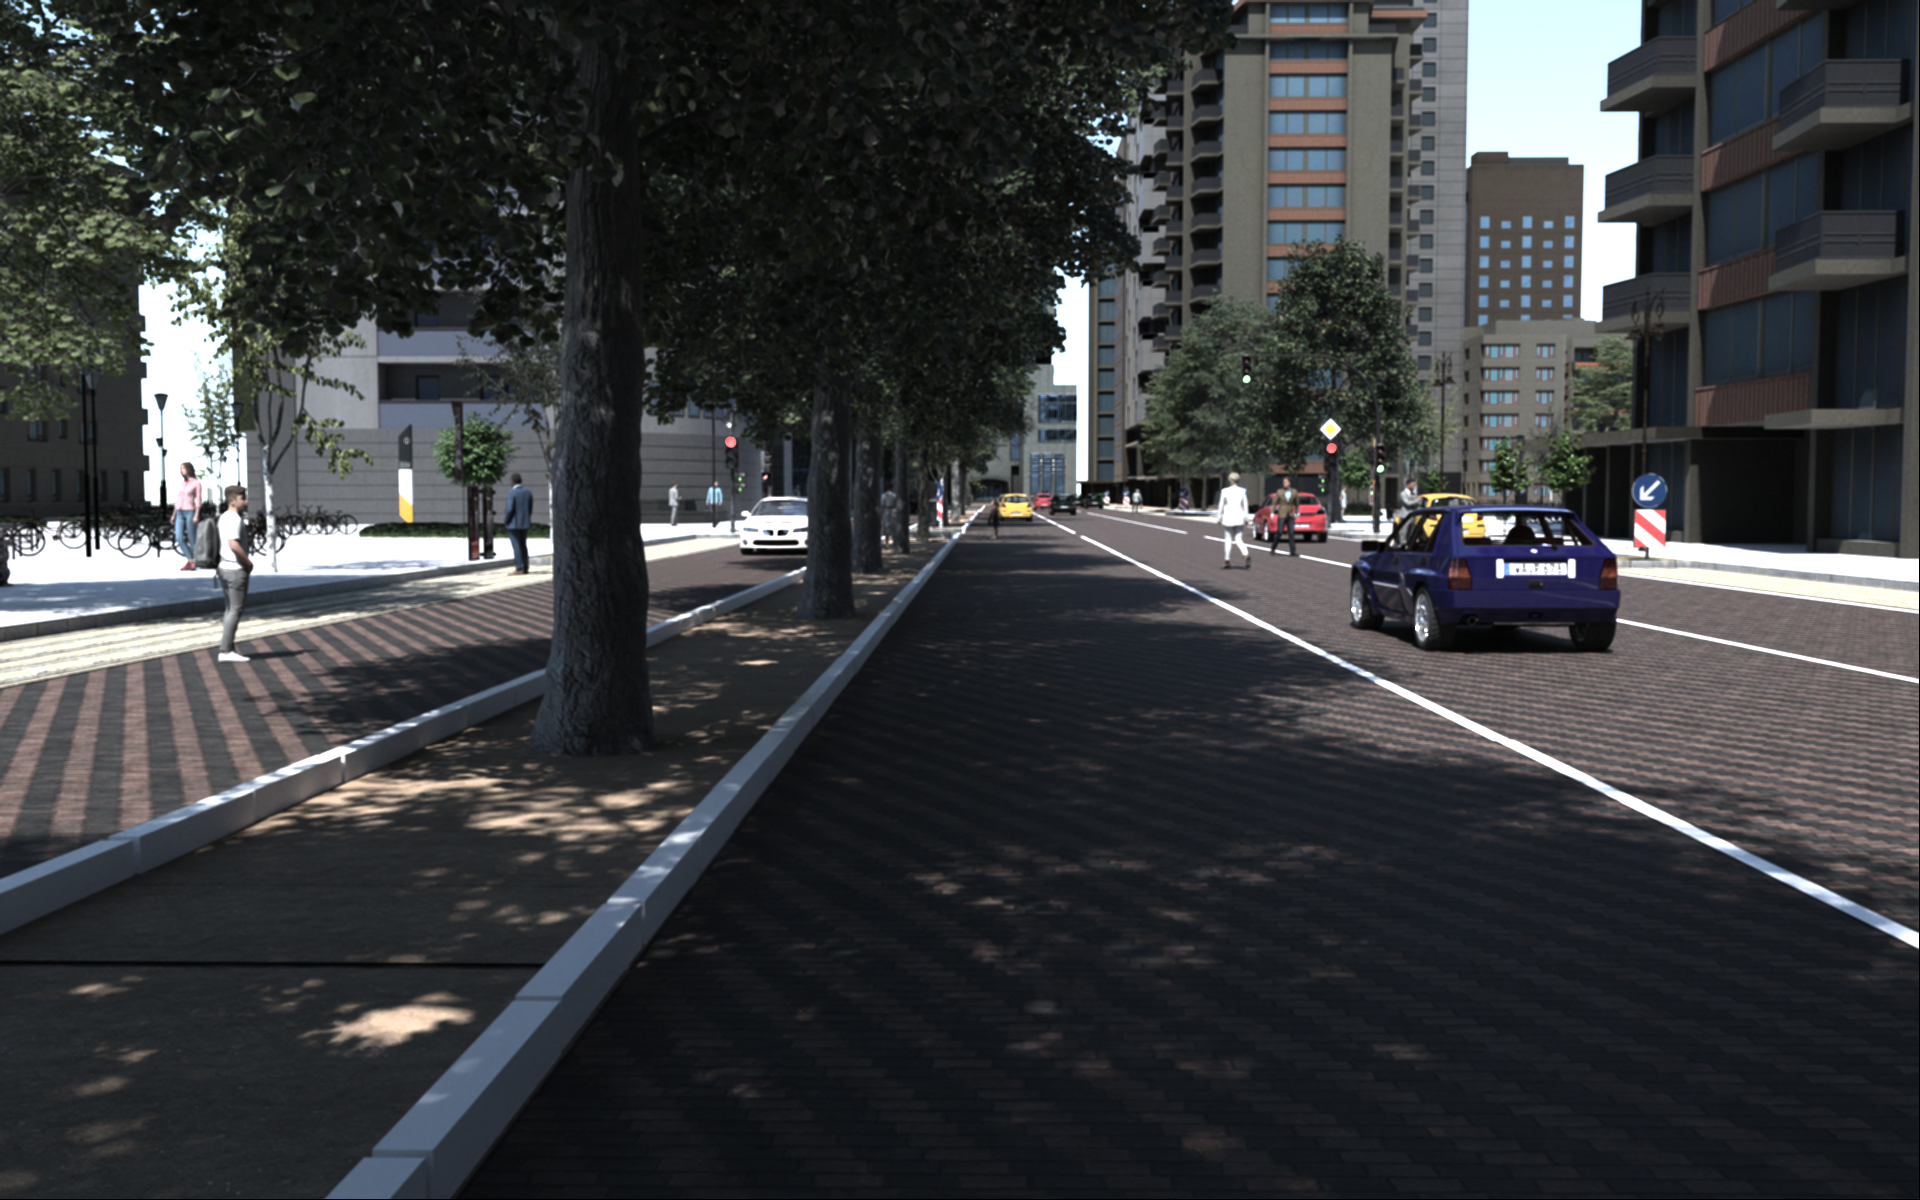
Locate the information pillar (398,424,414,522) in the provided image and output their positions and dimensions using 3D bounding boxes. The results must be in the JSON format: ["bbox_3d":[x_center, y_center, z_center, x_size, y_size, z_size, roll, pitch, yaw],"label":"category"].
[{"bbox_3d":[-18.581,-4.084,58.121,0.504,3.616,0.183,1,4,17],"label":"information pillar"}]

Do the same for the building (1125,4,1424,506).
[{"bbox_3d":[32.203,-36.500,186.008,28.713,52.752,27.495,0,4,1],"label":"building"}]

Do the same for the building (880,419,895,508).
[{"bbox_3d":[-14.046,-24.695,175.468,14.160,30.474,14.107,0,4,1],"label":"building"}]

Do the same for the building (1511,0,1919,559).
[{"bbox_3d":[28.438,-23.623,40.866,22.147,44.769,28.867,0,4,1],"label":"building"}]

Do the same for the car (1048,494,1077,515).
[{"bbox_3d":[7.025,-6.655,118.589,2.009,1.686,4.222,0,4,1],"label":"car"}]

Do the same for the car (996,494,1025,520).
[{"bbox_3d":[2.785,-5.384,98.252,2.015,1.641,3.980,0,4,-1],"label":"car"}]

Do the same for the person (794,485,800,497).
[{"bbox_3d":[-8.767,-5.299,93.165,0.515,1.767,0.782,-2,4,-32],"label":"person"}]

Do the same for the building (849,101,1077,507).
[{"bbox_3d":[-0.082,-56.265,232.601,31.000,86.520,22.319,0,4,1],"label":"building"}]

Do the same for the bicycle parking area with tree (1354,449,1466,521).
[{"bbox_3d":[24.996,-6.038,85.721,8.231,4.147,9.016,2,4,29],"label":"bicycle parking area with tree"}]

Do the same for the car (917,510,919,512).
[{"bbox_3d":[-2.535,-7.789,137.580,2.015,1.641,3.980,0,4,0],"label":"car"}]

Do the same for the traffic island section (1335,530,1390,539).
[{"bbox_3d":[13.634,-2.101,56.633,2.009,0.180,2.903,0,4,1],"label":"traffic island section"}]

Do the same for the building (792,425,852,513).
[{"bbox_3d":[-18.510,-49.510,122.154,22.319,86.520,31.000,0,4,1],"label":"building"}]

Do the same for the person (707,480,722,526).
[{"bbox_3d":[-9.893,-3.933,70.208,0.638,1.841,0.748,2,4,28],"label":"person"}]

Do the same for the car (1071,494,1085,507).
[{"bbox_3d":[12.573,-10.884,187.738,2.009,1.686,4.222,0,4,0],"label":"car"}]

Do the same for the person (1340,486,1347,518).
[{"bbox_3d":[20.342,-5.191,91.918,0.522,1.701,0.512,-1,4,-14],"label":"person"}]

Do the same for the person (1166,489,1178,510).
[{"bbox_3d":[17.462,-8.302,142.507,1.217,1.735,0.721,-3,4,-37],"label":"person"}]

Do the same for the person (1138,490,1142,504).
[{"bbox_3d":[17.597,-9.982,170.164,0.530,1.710,0.541,-2,4,-26],"label":"person"}]

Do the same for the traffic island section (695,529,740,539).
[{"bbox_3d":[-7.503,-2.127,57.051,2.009,0.180,2.903,0,4,1],"label":"traffic island section"}]

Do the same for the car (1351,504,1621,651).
[{"bbox_3d":[5.073,-0.282,17.195,1.945,1.354,3.894,0,4,-1],"label":"car"}]

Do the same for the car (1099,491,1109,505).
[{"bbox_3d":[16.211,-11.668,199.568,1.959,1.807,4.718,0,4,1],"label":"car"}]

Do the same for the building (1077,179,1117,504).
[{"bbox_3d":[29.868,-35.362,232.788,28.867,44.769,22.147,0,4,1],"label":"building"}]

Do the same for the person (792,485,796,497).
[{"bbox_3d":[-10.329,-6.256,108.425,0.850,1.850,0.679,-1,4,-11],"label":"person"}]

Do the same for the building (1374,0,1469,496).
[{"bbox_3d":[55.234,-48.504,231.291,20.611,71.187,20.563,0,4,1],"label":"building"}]

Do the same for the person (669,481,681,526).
[{"bbox_3d":[-11.235,-3.815,68.623,0.583,1.804,0.606,-3,5,-41],"label":"person"}]

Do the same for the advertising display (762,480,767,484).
[{"bbox_3d":[-8.715,-4.404,77.216,0.123,1.923,0.974,0,4,1],"label":"advertising display"}]

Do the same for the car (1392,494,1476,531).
[{"bbox_3d":[13.235,-2.314,48.054,2.015,1.641,3.980,0,4,-1],"label":"car"}]

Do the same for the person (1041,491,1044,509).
[{"bbox_3d":[7.733,-9.459,163.978,1.217,1.723,0.721,-3,5,-43],"label":"person"}]

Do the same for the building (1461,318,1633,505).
[{"bbox_3d":[71.324,-21.788,201.281,28.899,21.520,27.650,0,4,1],"label":"building"}]

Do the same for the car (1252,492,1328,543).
[{"bbox_3d":[10.014,-2.670,52.700,2.155,1.783,4.494,0,4,3],"label":"car"}]

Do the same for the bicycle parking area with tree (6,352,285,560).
[{"bbox_3d":[-18.924,-3.080,37.361,9.016,4.147,8.231,-1,4,-11],"label":"bicycle parking area with tree"}]

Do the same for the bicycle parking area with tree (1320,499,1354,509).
[{"bbox_3d":[28.030,-8.239,121.708,9.016,4.147,8.231,-1,4,-8],"label":"bicycle parking area with tree"}]

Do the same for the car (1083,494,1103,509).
[{"bbox_3d":[13.104,-9.795,169.941,2.009,1.686,4.222,0,4,1],"label":"car"}]

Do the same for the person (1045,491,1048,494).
[{"bbox_3d":[10.101,-11.916,203.285,1.348,1.831,0.705,-3,5,-43],"label":"person"}]

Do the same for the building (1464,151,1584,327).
[{"bbox_3d":[72.682,-35.418,229.200,14.200,45.320,14.600,0,4,1],"label":"building"}]

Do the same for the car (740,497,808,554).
[{"bbox_3d":[-4.267,-1.852,42.637,2.083,1.381,4.827,0,4,1],"label":"car"}]

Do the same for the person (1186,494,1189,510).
[{"bbox_3d":[18.711,-8.377,143.674,0.551,1.740,0.621,-1,4,-20],"label":"person"}]

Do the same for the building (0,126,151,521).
[{"bbox_3d":[-58.671,-14.370,79.986,28.899,21.520,27.650,0,4,1],"label":"building"}]

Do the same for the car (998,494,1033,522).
[{"bbox_3d":[2.873,-4.922,90.699,2.015,1.641,3.980,0,4,-1],"label":"car"}]

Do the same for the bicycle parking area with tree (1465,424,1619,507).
[{"bbox_3d":[27.363,-5.253,72.889,9.016,4.147,8.231,3,5,39],"label":"bicycle parking area with tree"}]

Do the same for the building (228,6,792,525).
[{"bbox_3d":[-20.451,-33.188,84.622,21.231,58.520,28.212,0,4,1],"label":"building"}]

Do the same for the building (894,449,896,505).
[{"bbox_3d":[-13.560,-32.987,189.440,14.600,45.320,14.200,0,4,1],"label":"building"}]

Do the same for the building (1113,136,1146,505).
[{"bbox_3d":[25.980,-34.119,207.951,14.600,45.320,14.200,0,4,1],"label":"building"}]

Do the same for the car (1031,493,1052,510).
[{"bbox_3d":[7.339,-8.808,153.045,2.155,1.783,4.494,0,4,0],"label":"car"}]

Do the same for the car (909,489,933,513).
[{"bbox_3d":[-2.687,-7.497,131.254,2.281,1.827,5.304,0,4,2],"label":"car"}]

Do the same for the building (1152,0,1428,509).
[{"bbox_3d":[29.017,-30.760,157.546,22.147,44.769,28.867,0,4,1],"label":"building"}]

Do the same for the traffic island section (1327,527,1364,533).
[{"bbox_3d":[13.791,-2.589,64.617,2.009,0.180,2.903,0,4,1],"label":"traffic island section"}]

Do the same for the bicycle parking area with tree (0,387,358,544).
[{"bbox_3d":[-22.554,-3.969,51.901,9.016,4.147,8.231,1,4,13],"label":"bicycle parking area with tree"}]
